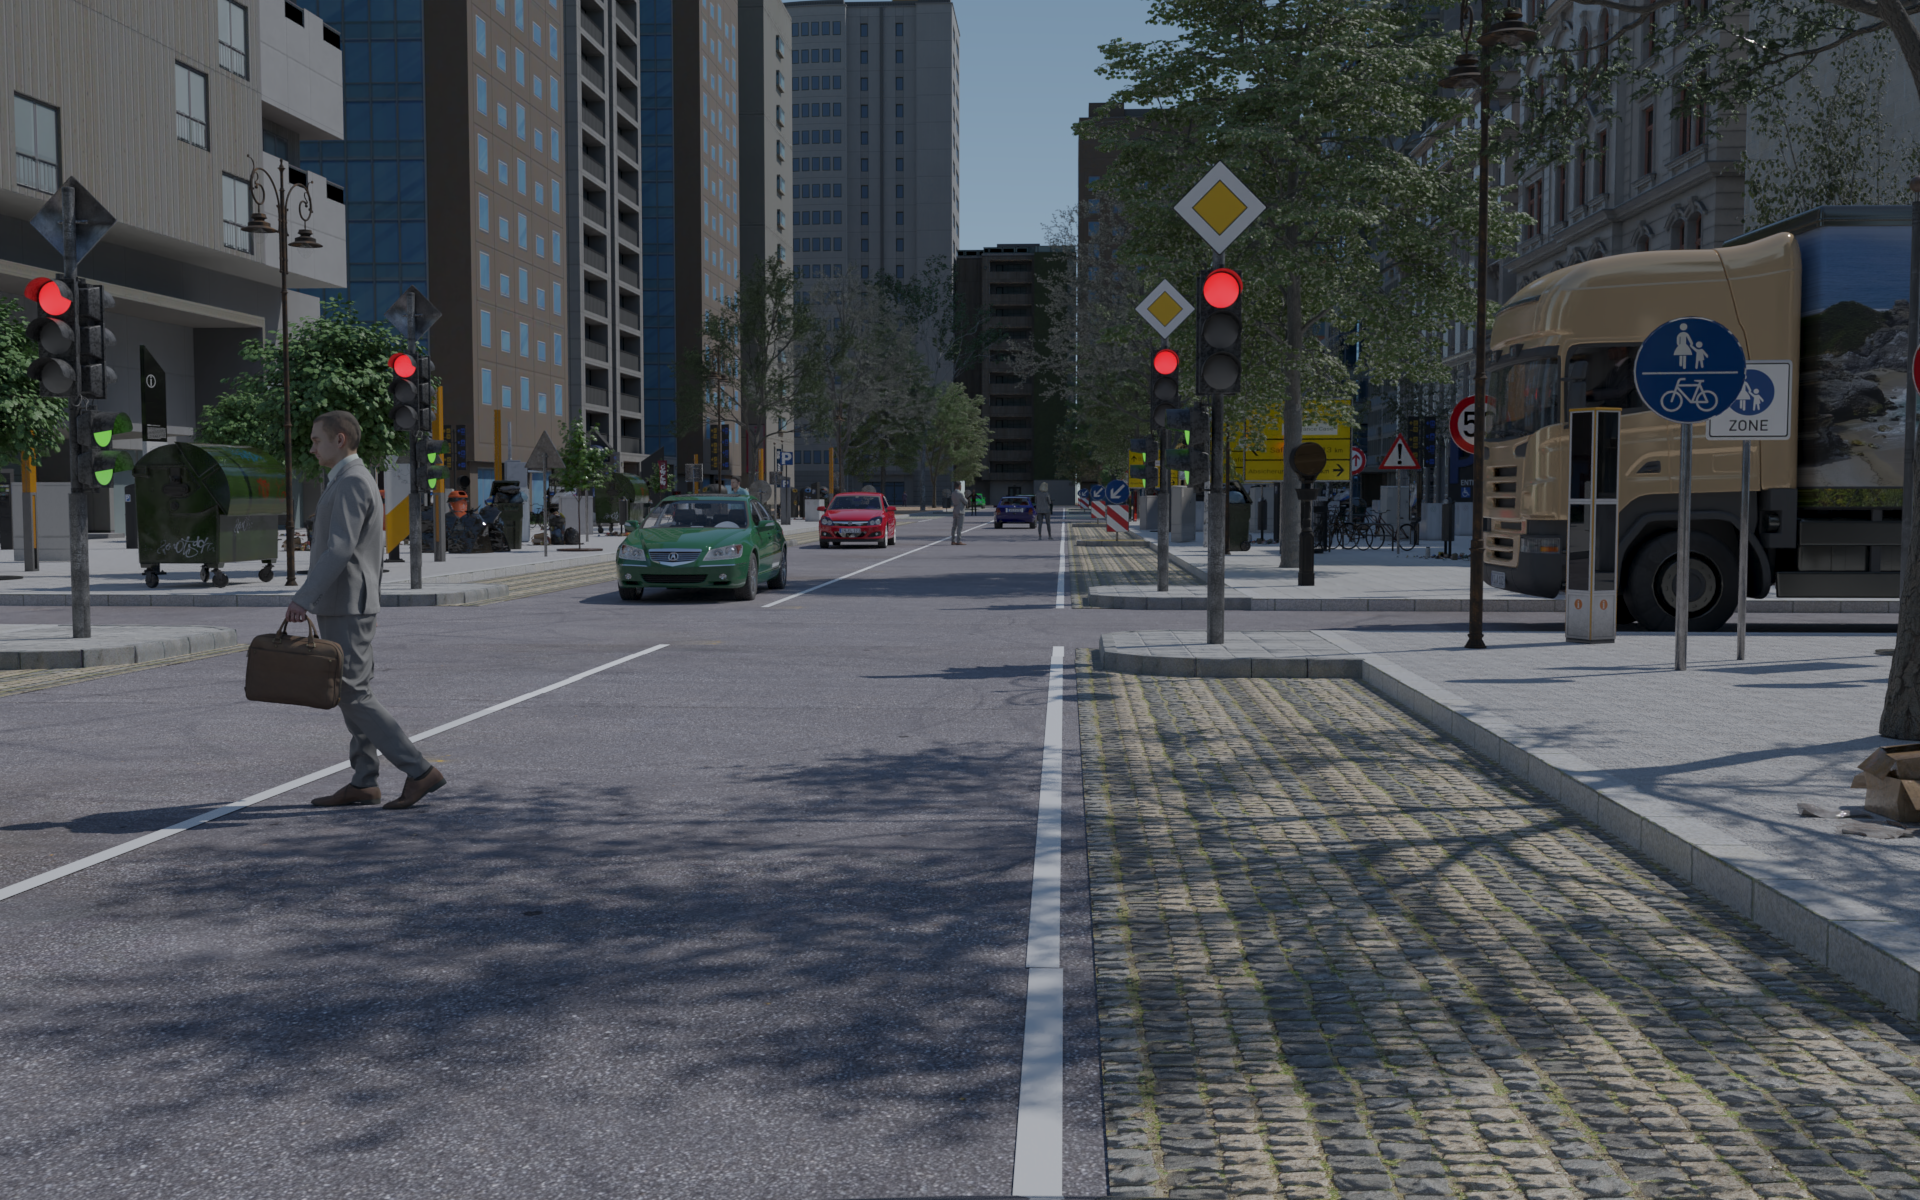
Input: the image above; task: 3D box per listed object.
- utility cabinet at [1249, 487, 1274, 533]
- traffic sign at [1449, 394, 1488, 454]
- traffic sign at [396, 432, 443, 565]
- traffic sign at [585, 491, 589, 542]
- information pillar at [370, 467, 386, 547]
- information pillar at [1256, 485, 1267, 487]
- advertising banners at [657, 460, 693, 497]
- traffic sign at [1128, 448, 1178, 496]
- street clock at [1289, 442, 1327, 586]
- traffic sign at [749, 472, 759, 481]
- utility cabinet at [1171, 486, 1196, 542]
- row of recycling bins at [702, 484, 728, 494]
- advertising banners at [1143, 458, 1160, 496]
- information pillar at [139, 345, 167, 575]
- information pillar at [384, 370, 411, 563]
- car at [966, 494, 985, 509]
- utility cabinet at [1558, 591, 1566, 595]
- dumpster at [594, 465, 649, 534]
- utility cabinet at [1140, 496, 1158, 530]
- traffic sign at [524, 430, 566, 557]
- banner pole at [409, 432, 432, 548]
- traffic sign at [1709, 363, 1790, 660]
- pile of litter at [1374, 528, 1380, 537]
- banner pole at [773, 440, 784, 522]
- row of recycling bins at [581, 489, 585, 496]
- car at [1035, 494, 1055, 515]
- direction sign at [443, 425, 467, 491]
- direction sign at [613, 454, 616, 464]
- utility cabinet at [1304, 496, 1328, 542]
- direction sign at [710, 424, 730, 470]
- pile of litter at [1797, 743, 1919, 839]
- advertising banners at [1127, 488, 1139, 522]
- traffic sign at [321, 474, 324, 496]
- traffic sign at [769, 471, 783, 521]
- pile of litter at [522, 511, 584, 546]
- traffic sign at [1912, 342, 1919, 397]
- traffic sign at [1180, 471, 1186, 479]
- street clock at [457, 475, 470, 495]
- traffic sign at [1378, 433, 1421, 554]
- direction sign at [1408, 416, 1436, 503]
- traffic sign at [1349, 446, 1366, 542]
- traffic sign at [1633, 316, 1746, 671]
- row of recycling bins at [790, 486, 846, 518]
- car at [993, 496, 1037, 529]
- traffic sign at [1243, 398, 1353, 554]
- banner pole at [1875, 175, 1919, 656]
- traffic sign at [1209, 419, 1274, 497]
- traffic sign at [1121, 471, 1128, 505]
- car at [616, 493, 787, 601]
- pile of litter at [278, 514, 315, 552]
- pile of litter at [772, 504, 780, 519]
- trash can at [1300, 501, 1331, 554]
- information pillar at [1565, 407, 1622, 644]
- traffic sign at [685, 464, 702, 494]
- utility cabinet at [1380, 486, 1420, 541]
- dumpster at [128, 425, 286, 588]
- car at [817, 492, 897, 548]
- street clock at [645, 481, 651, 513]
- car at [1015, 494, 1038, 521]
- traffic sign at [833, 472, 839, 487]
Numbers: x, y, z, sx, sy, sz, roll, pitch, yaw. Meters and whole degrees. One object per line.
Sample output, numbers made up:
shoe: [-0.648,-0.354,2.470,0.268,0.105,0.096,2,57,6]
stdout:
utility cabinet: [10.064,-2.949,56.887,1.173,1.500,0.318,-2,4,-28]
traffic sign: [6.614,-1.347,22.123,0.768,2.556,0.104,0,4,6]
traffic sign: [-9.523,-1.864,30.484,0.884,2.594,0.081,1,4,10]
traffic sign: [-10.034,-2.840,46.539,0.768,2.556,0.104,1,4,12]
information pillar: [-14.000,-2.267,41.549,0.304,2.012,0.304,2,4,23]
information pillar: [11.827,-3.882,67.958,0.304,2.012,0.304,-1,4,-22]
advertising banners: [-14.655,-5.715,89.623,2.074,3.025,0.090,-2,4,-30]
traffic sign: [8.625,-5.103,77.305,2.265,3.308,0.079,1,4,11]
street clock: [4.846,-1.200,24.184,0.471,2.002,0.358,0,4,-5]
traffic sign: [-9.431,-4.747,79.743,0.606,2.300,0.079,0,4,7]
utility cabinet: [5.978,-2.295,46.205,0.318,1.500,1.173,2,4,26]
row of recycling bins: [-10.176,-3.979,72.174,1.069,1.692,3.534,-1,4,-12]
advertising banners: [7.875,-4.502,69.787,0.090,3.025,2.074,-1,4,-23]
information pillar: [-12.756,-2.207,27.437,0.183,3.616,0.504,1,4,15]
information pillar: [-10.538,-2.510,32.399,0.504,3.616,0.183,-3,4,-38]
car: [1.513,-9.782,168.734,1.959,1.807,4.718,0,4,3]
utility cabinet: [7.920,-0.655,21.879,0.306,1.237,1.020,-2,4,-32]
dumpster: [-11.200,-3.335,57.026,1.502,2.255,1.985,0,4,3]
utility cabinet: [6.800,-3.136,62.443,0.306,1.237,1.020,2,4,29]
traffic sign: [-8.490,-2.167,35.427,0.884,2.594,0.081,1,4,8]
banner pole: [-12.607,-3.105,40.780,0.863,3.779,0.401,1,4,20]
traffic sign: [6.037,-0.685,13.324,0.606,2.300,0.079,1,4,9]
pile of litter: [13.052,-2.346,52.319,1.719,0.858,1.176,0,4,-4]
banner pole: [-8.842,-5.741,83.876,0.401,3.779,0.863,2,4,27]
row of recycling bins: [-16.222,-4.447,79.828,1.069,1.692,3.534,1,4,22]
car: [5.672,-6.859,121.934,2.009,1.686,4.222,0,4,3]
direction sign: [-16.558,-3.962,56.776,0.876,3.537,0.379,1,4,17]
direction sign: [-19.682,-6.497,98.217,0.379,3.537,0.876,1,4,14]
utility cabinet: [9.700,-2.203,47.175,0.306,1.237,1.020,-1,4,-10]
direction sign: [-7.807,-3.937,56.371,0.876,3.537,0.379,3,5,40]
pile of litter: [4.143,0.434,6.864,1.719,0.858,1.176,0,3,0]
advertising banners: [8.100,-5.138,80.196,0.090,3.025,2.074,2,4,25]
traffic sign: [-12.109,-2.013,32.908,0.884,2.594,0.081,1,4,11]
traffic sign: [-8.272,-4.630,77.834,0.606,2.300,0.079,0,4,6]
pile of litter: [-10.286,-1.814,43.627,1.719,0.858,1.176,-1,4,-22]
traffic sign: [7.093,-0.742,12.233,0.768,2.556,0.104,1,4,10]
traffic sign: [6.669,-2.949,50.342,0.606,2.300,0.079,1,4,8]
street clock: [-19.216,-3.823,67.081,0.358,2.002,0.471,3,5,45]
traffic sign: [9.389,-2.265,37.035,0.884,2.594,0.081,0,4,8]
direction sign: [13.466,-3.583,50.584,0.876,3.537,0.379,-1,4,-14]
traffic sign: [10.461,-2.828,46.336,0.768,2.556,0.104,0,4,6]
traffic sign: [5.243,-0.760,12.525,0.768,2.556,0.104,1,4,9]
row of recycling bins: [-7.945,-5.332,94.287,3.534,1.692,1.069,-1,4,-19]
car: [2.350,-3.677,72.704,1.945,1.354,3.894,0,4,4]
traffic sign: [7.164,-2.625,36.796,2.265,3.308,0.079,1,4,11]
banner pole: [7.703,-1.440,13.567,0.863,3.779,0.401,3,5,43]
traffic sign: [7.899,-3.256,47.110,2.265,3.308,0.079,0,4,4]
traffic sign: [9.090,-5.775,94.424,0.884,2.594,0.081,0,4,6]
car: [-3.613,-0.798,24.840,2.131,1.459,4.920,0,4,3]
pile of litter: [-14.851,-1.552,39.334,1.176,0.858,1.719,3,5,41]
pile of litter: [-9.501,-4.603,89.226,1.176,0.858,1.719,-1,4,-11]
trash can: [7.642,-1.577,37.445,0.748,1.137,0.748,0,3,0]
information pillar: [5.446,-0.637,14.908,0.304,2.012,0.304,-2,4,-25]
traffic sign: [-9.002,-3.453,58.579,0.606,2.300,0.079,1,4,13]
utility cabinet: [12.057,-2.369,47.416,1.173,1.500,0.318,-2,4,-29]
dumpster: [-10.529,-1.335,24.323,1.502,2.255,1.985,0,4,3]
car: [-2.759,-2.326,47.065,2.155,1.783,4.494,0,4,3]
street clock: [-16.950,-5.475,94.079,0.358,2.002,0.471,2,4,34]
car: [3.599,-5.129,93.638,2.009,1.686,4.222,0,4,5]
traffic sign: [-6.959,-6.016,98.467,0.768,2.556,0.104,0,4,5]
